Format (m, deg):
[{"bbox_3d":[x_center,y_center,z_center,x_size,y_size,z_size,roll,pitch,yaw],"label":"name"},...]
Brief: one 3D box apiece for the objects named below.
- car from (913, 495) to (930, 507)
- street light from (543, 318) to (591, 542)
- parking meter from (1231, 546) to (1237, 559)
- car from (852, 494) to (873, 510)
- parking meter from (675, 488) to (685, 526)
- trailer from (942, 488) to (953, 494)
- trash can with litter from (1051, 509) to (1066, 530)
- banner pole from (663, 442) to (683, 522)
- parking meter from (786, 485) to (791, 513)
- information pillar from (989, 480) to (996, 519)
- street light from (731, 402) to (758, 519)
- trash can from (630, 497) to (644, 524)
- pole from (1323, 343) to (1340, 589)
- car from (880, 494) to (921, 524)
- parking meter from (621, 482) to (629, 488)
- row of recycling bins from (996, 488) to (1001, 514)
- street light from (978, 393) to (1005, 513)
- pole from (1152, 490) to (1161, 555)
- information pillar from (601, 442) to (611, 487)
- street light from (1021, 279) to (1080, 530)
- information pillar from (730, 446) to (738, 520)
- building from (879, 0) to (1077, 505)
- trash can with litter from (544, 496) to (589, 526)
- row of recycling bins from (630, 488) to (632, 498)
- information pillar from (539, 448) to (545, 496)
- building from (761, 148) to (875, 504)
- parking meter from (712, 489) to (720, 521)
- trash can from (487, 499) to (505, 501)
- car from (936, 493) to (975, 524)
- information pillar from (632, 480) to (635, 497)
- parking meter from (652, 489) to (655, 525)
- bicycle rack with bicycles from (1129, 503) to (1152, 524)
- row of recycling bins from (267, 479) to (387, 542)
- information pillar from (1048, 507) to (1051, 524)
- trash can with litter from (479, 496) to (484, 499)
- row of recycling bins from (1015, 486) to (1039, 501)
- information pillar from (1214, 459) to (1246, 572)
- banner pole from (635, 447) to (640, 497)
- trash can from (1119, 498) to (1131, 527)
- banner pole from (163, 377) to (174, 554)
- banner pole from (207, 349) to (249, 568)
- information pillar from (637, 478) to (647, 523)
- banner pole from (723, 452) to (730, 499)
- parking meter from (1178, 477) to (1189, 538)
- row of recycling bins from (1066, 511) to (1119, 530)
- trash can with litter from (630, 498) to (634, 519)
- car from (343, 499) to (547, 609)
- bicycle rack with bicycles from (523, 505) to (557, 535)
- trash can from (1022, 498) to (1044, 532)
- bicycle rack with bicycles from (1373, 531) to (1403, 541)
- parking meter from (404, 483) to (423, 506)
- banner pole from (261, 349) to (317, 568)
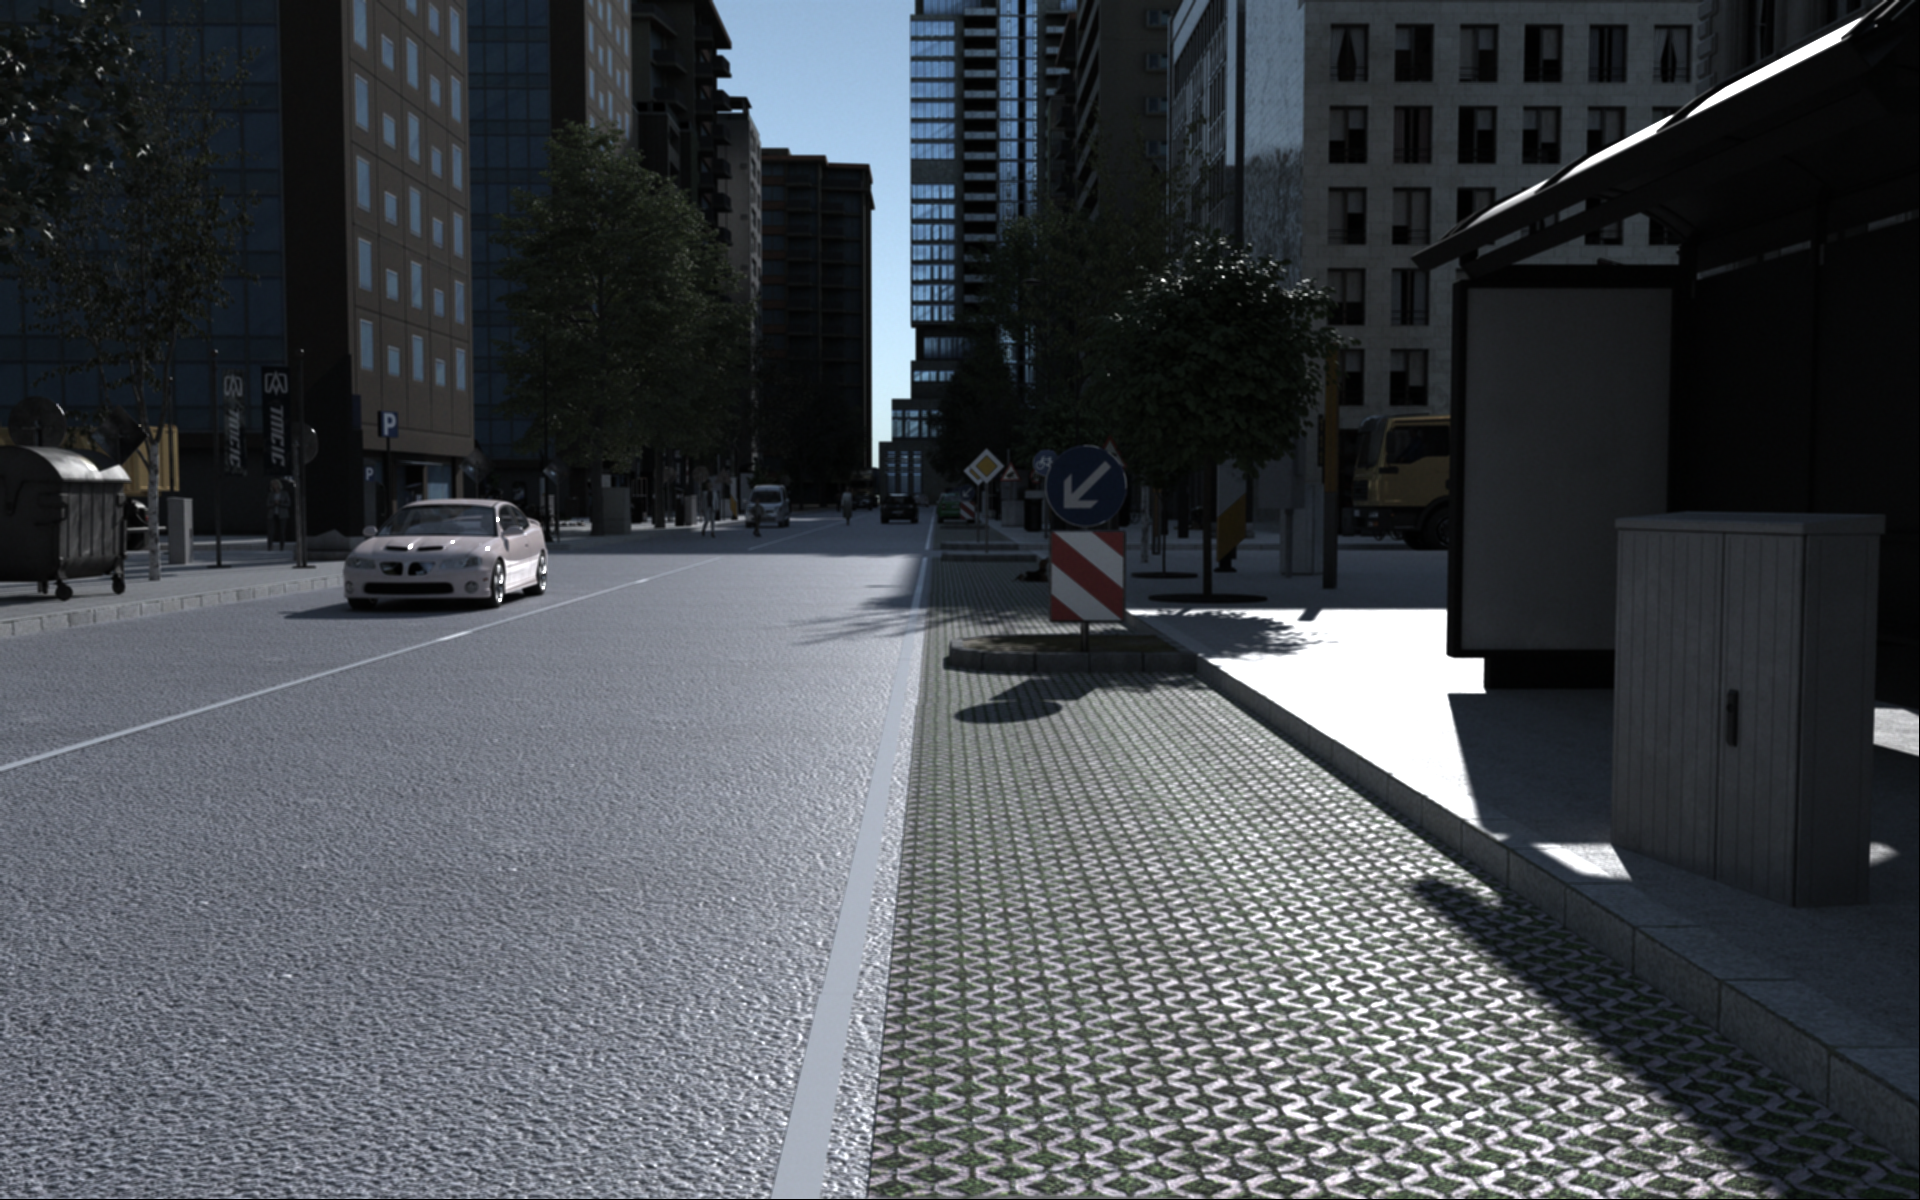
[{"bbox_3d":[-4.380,-10.894,190.474,2.083,1.381,4.827,0,4,-1],"label":"car"},{"bbox_3d":[-10.449,-4.489,45.941,1.470,5.913,1.316,0,4,-1],"label":"street light"},{"bbox_3d":[5.291,-1.582,34.276,0.372,1.533,0.369,0,3,0],"label":"parking meter"},{"bbox_3d":[-8.645,-8.748,152.821,2.009,1.686,4.222,0,4,-1],"label":"car"},{"bbox_3d":[-11.229,-3.728,69.371,0.372,1.533,0.369,0,3,0],"label":"parking meter"},{"bbox_3d":[-1.168,-9.651,164.835,1.471,1.999,3.904,0,4,-2],"label":"trailer"},{"bbox_3d":[3.523,-2.797,57.112,1.055,1.170,0.624,1,4,18],"label":"trash can with litter"},{"bbox_3d":[-13.529,-5.649,82.371,0.863,3.779,0.401,2,4,28],"label":"banner pole"},{"bbox_3d":[-11.411,-6.681,114.945,0.255,1.863,0.399,3,5,44],"label":"parking meter"},{"bbox_3d":[1.688,-5.225,89.927,0.304,2.012,0.304,-2,4,-31],"label":"information pillar"},{"bbox_3d":[-10.876,-7.031,87.491,1.470,5.913,1.316,0,4,-1],"label":"street light"},{"bbox_3d":[-14.154,-3.914,75.645,0.748,1.137,0.748,0,3,0],"label":"trash can"},{"bbox_3d":[5.032,-1.811,23.460,0.158,3.312,0.155,0,3,0],"label":"pole"},{"bbox_3d":[-2.971,-4.634,85.555,2.009,1.686,4.222,0,4,1],"label":"car"},{"bbox_3d":[-16.161,-4.751,83.393,0.399,1.863,0.255,0,4,-4],"label":"parking meter"},{"bbox_3d":[2.922,-6.427,112.195,1.069,1.692,3.534,2,4,28],"label":"row of recycling bins"},{"bbox_3d":[1.493,-6.516,79.073,1.470,5.913,1.316,0,4,-1],"label":"street light"},{"bbox_3d":[4.166,-2.616,36.622,0.158,3.312,0.155,0,3,0],"label":"pole"},{"bbox_3d":[-15.020,-5.011,73.279,0.504,3.616,0.183,-2,4,-35],"label":"information pillar"},{"bbox_3d":[2.014,-3.982,37.643,1.470,5.913,1.316,0,4,-1],"label":"street light"},{"bbox_3d":[-11.165,-5.751,85.376,0.183,3.616,0.504,-3,4,-38],"label":"information pillar"},{"bbox_3d":[5.411,-55.595,221.655,31.000,86.520,22.319,0,4,-1],"label":"building"},{"bbox_3d":[-16.097,-3.609,70.058,2.233,1.210,1.678,0,4,-8],"label":"trash can with litter"},{"bbox_3d":[-22.511,-6.438,112.375,3.534,1.692,1.069,-3,4,-37],"label":"row of recycling bins"},{"bbox_3d":[-21.012,-5.855,87.083,0.183,3.616,0.504,-2,4,-32],"label":"information pillar"},{"bbox_3d":[-25.569,-34.702,222.005,28.867,44.769,22.147,0,4,-1],"label":"building"},{"bbox_3d":[-11.821,-4.618,83.918,0.372,1.533,0.369,0,3,0],"label":"parking meter"},{"bbox_3d":[-13.833,-2.420,51.227,0.748,1.137,0.748,0,3,0],"label":"trash can"},{"bbox_3d":[-0.202,-4.662,85.016,1.959,1.807,4.718,0,4,-2],"label":"car"},{"bbox_3d":[-16.705,-5.176,89.115,0.304,2.012,0.304,-1,4,-12],"label":"information pillar"},{"bbox_3d":[-12.808,-3.950,73.000,0.372,1.533,0.369,0,3,0],"label":"parking meter"},{"bbox_3d":[6.601,-3.698,73.844,2.852,0.926,2.925,-2,4,-34],"label":"bicycle rack with bicycles"},{"bbox_3d":[-17.433,-2.482,47.691,1.069,1.692,3.534,2,4,34],"label":"row of recycling bins"},{"bbox_3d":[4.012,-5.055,73.996,0.183,3.616,0.504,3,5,42],"label":"information pillar"},{"bbox_3d":[-19.255,-3.643,70.624,1.678,1.210,2.233,0,4,2],"label":"trash can with litter"},{"bbox_3d":[4.476,-4.845,86.325,3.534,1.692,1.069,0,4,-7],"label":"row of recycling bins"},{"bbox_3d":[4.448,-2.267,28.428,0.504,3.616,0.183,-1,4,-8],"label":"information pillar"},{"bbox_3d":[-15.085,-5.566,81.022,0.401,3.779,0.863,-2,4,-29],"label":"banner pole"},{"bbox_3d":[6.362,-3.452,68.101,0.748,1.137,0.748,0,3,0],"label":"trash can"},{"bbox_3d":[-16.810,-2.869,36.921,0.401,3.779,0.863,-2,4,-25],"label":"banner pole"},{"bbox_3d":[-12.810,-2.464,30.296,0.401,3.779,0.863,2,4,29],"label":"banner pole"},{"bbox_3d":[-14.347,-4.510,78.235,0.304,2.012,0.304,3,5,43],"label":"information pillar"},{"bbox_3d":[-14.075,-6.996,104.407,0.401,3.779,0.863,2,4,35],"label":"banner pole"},{"bbox_3d":[6.530,-2.746,50.603,0.255,1.863,0.399,1,4,19],"label":"parking meter"},{"bbox_3d":[3.574,-2.439,46.992,1.069,1.692,3.534,1,4,17],"label":"row of recycling bins"},{"bbox_3d":[-11.873,-2.981,60.122,1.055,1.170,0.624,-2,4,-26],"label":"trash can with litter"},{"bbox_3d":[-6.782,-0.664,23.223,2.083,1.381,4.827,0,4,-2],"label":"car"},{"bbox_3d":[-13.568,-2.465,53.680,2.852,0.926,2.925,2,4,29],"label":"bicycle rack with bicycles"},{"bbox_3d":[2.497,-2.906,59.174,0.748,1.137,0.748,0,3,0],"label":"trash can"},{"bbox_3d":[12.707,-2.117,47.996,2.925,0.926,2.852,-1,4,-21],"label":"bicycle rack with bicycles"},{"bbox_3d":[-11.943,-1.804,37.898,0.372,1.533,0.369,0,3,0],"label":"parking meter"},{"bbox_3d":[-11.603,-2.439,29.897,0.863,3.779,0.401,-2,4,-28],"label":"banner pole"}]
